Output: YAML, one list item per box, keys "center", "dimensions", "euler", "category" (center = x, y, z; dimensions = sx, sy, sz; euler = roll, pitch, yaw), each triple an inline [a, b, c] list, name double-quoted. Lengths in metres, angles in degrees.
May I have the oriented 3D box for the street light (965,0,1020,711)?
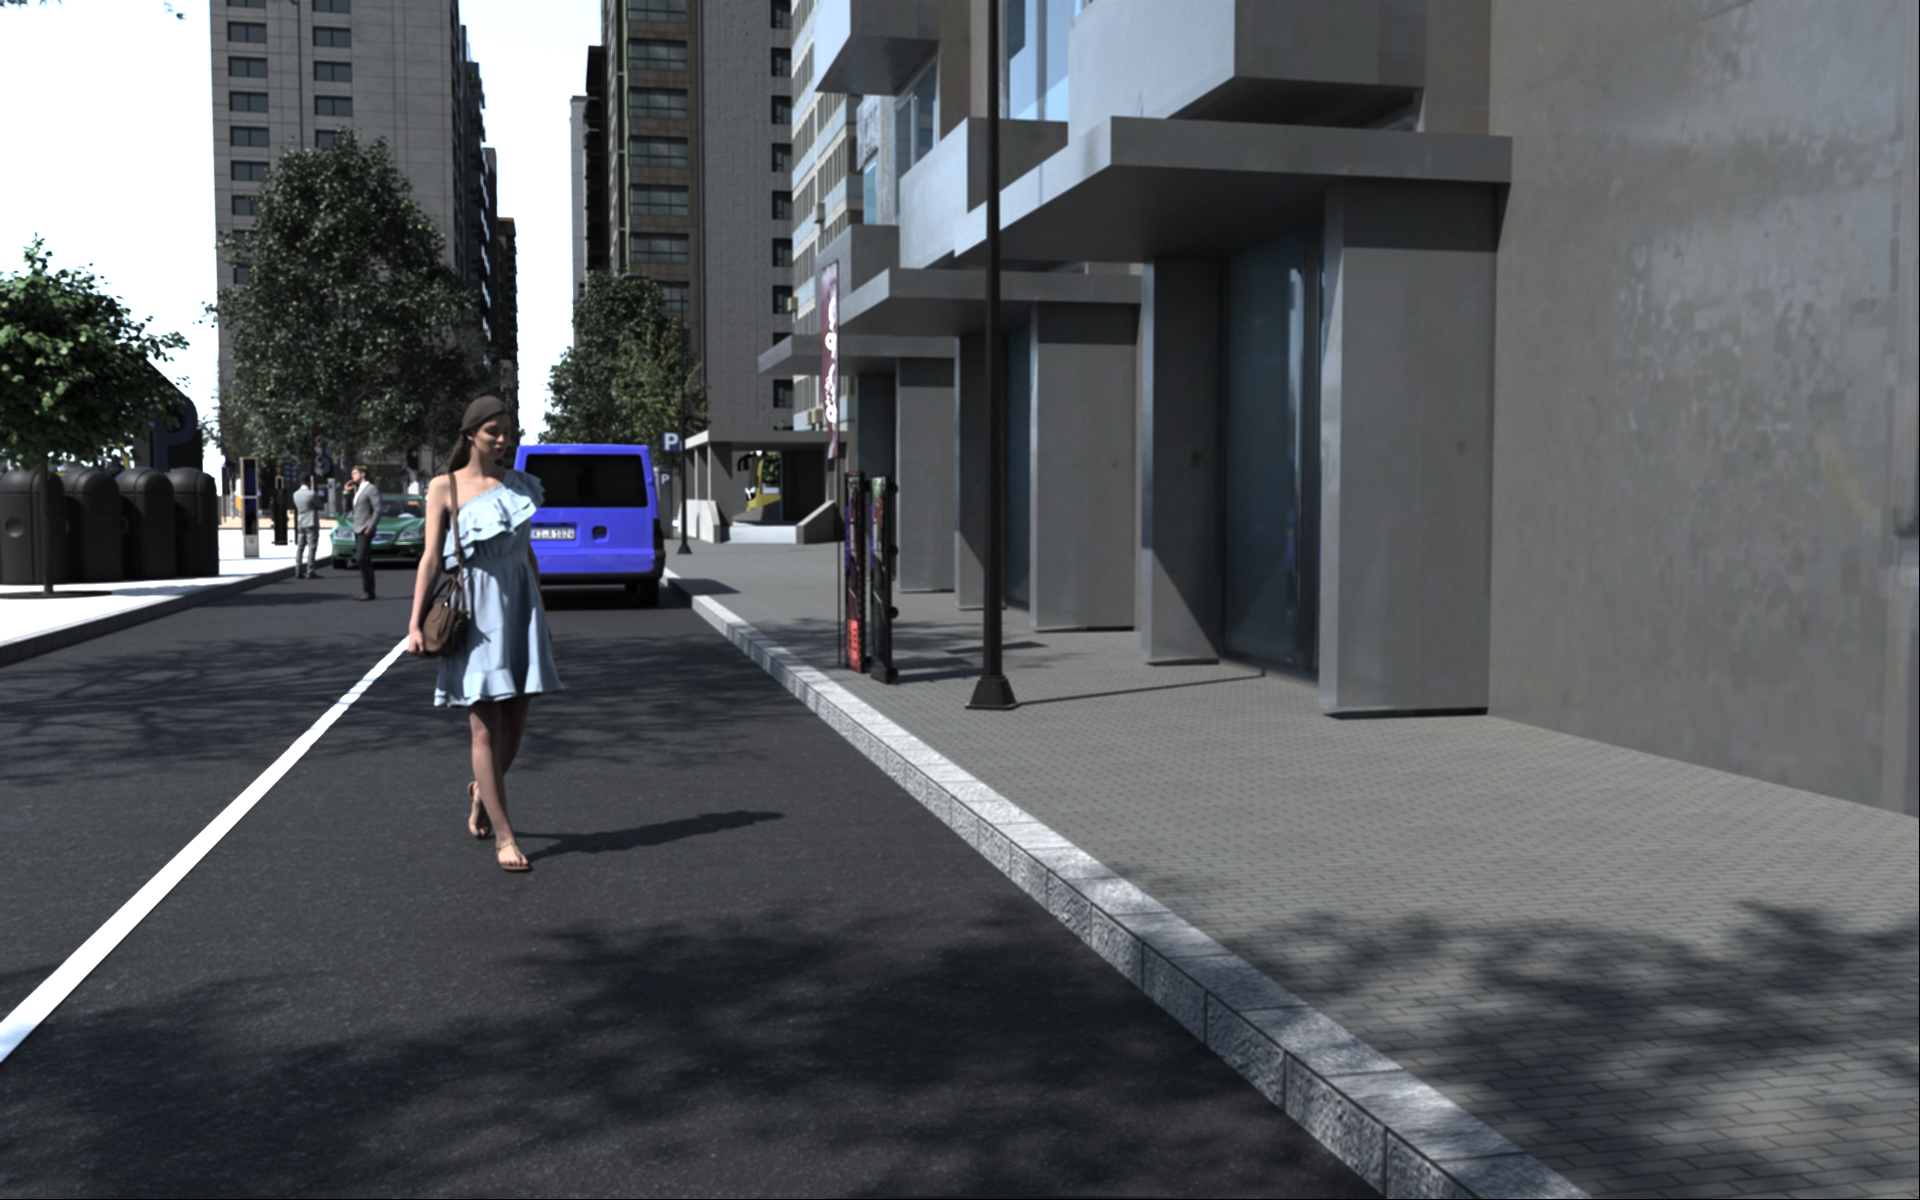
- center: [-0.333, -2.299, 10.122]
  dimensions: [1.470, 5.913, 1.316]
  euler: [-1, 4, -13]
  category: "street light"

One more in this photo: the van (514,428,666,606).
- center: [-5.186, -1.177, 23.631]
  dimensions: [2.240, 2.365, 5.245]
  euler: [-1, 4, -14]
  category: "van"

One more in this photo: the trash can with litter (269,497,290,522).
- center: [-31.590, -4.228, 80.521]
  dimensions: [1.055, 1.170, 0.624]
  euler: [2, 4, 28]
  category: "trash can with litter"

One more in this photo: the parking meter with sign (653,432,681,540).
- center: [-8.484, -3.250, 49.398]
  dimensions: [0.543, 3.016, 1.738]
  euler: [-2, 4, -27]
  category: "parking meter with sign"

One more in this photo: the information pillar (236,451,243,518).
- center: [-39.145, -6.292, 94.231]
  dimensions: [0.504, 3.616, 0.183]
  euler: [1, 4, 9]
  category: "information pillar"

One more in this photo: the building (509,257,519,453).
- center: [-79.995, -36.769, 284.763]
  dimensions: [14.154, 41.232, 14.086]
  euler: [-1, 4, -13]
  category: "building"

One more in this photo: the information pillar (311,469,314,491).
- center: [-29.679, -5.385, 79.392]
  dimensions: [0.183, 3.616, 0.504]
  euler: [-1, 4, -16]
  category: "information pillar"

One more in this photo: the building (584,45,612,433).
- center: [-25.508, -31.582, 170.995]
  dimensions: [22.147, 44.769, 28.867]
  euler: [-1, 4, -13]
  category: "building"

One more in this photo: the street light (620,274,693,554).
- center: [-6.426, -3.928, 36.758]
  dimensions: [1.470, 5.913, 1.316]
  euler: [-1, 4, -13]
  category: "street light"

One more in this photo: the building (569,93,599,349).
- center: [-47.083, -43.805, 258.204]
  dimensions: [21.231, 58.520, 28.212]
  euler: [-1, 4, -13]
  category: "building"

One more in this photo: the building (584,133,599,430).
- center: [-38.592, -34.352, 211.758]
  dimensions: [14.600, 45.320, 14.200]
  euler: [-1, 4, -13]
  category: "building"

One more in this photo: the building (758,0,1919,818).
- center: [10.497, -24.407, 18.669]
  dimensions: [23.786, 49.044, 30.456]
  euler: [-1, 4, -13]
  category: "building"

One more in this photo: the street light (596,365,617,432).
- center: [-12.452, -5.521, 62.807]
  dimensions: [1.470, 5.913, 1.316]
  euler: [-1, 4, -13]
  category: "street light"

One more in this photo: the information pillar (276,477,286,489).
- center: [-29.605, -4.346, 75.554]
  dimensions: [0.304, 2.012, 0.304]
  euler: [0, 4, 1]
  category: "information pillar"

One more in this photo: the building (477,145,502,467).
- center: [-59.788, -31.394, 196.886]
  dimensions: [14.154, 41.232, 14.086]
  euler: [-1, 4, -13]
  category: "building"

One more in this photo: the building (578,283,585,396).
- center: [-45.101, -28.510, 237.838]
  dimensions: [14.160, 30.474, 14.107]
  euler: [-1, 4, -13]
  category: "building"

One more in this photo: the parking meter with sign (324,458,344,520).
- center: [-30.705, -5.437, 85.157]
  dimensions: [1.738, 3.016, 0.543]
  euler: [3, 5, 42]
  category: "parking meter with sign"

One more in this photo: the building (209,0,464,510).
- center: [-51.309, -43.434, 148.393]
  dimensions: [20.563, 71.187, 20.611]
  euler: [-1, 4, -13]
  category: "building"

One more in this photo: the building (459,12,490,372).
- center: [-59.019, -33.883, 173.600]
  dimensions: [23.786, 49.044, 30.456]
  euler: [-1, 4, -13]
  category: "building"

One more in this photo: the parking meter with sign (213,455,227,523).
- center: [-33.553, -4.941, 77.053]
  dimensions: [0.543, 3.016, 1.738]
  euler: [3, 5, 43]
  category: "parking meter with sign"

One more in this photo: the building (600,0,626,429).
- center: [-31.786, -46.267, 194.710]
  dimensions: [20.563, 71.187, 20.611]
  euler: [-1, 4, -13]
  category: "building"

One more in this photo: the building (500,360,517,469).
- center: [-74.621, -23.822, 234.520]
  dimensions: [27.650, 21.520, 28.899]
  euler: [-1, 4, -13]
  category: "building"

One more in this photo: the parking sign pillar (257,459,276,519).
- center: [-36.595, -6.282, 91.189]
  dimensions: [1.447, 3.967, 1.447]
  euler: [1, 4, 12]
  category: "parking sign pillar"

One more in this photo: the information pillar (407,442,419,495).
- center: [-24.328, -5.245, 77.106]
  dimensions: [0.504, 3.616, 0.183]
  euler: [0, 4, -6]
  category: "information pillar"

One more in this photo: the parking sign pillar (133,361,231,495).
- center: [-15.018, -2.716, 32.880]
  dimensions: [1.447, 3.967, 1.447]
  euler: [1, 4, 21]
  category: "parking sign pillar"

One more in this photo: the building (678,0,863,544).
- center: [7.691, -22.171, 54.380]
  dimensions: [32.217, 40.220, 23.993]
  euler: [-1, 4, -13]
  category: "building"

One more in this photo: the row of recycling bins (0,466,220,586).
- center: [-12.551, -1.140, 25.754]
  dimensions: [1.069, 1.692, 3.534]
  euler: [2, 4, 25]
  category: "row of recycling bins"

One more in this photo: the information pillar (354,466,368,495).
- center: [-15.912, -2.544, 46.086]
  dimensions: [0.304, 2.012, 0.304]
  euler: [-1, 4, -9]
  category: "information pillar"

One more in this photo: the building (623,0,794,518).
- center: [-12.162, -20.059, 99.662]
  dimensions: [14.160, 30.474, 14.107]
  euler: [-1, 4, -13]
  category: "building"

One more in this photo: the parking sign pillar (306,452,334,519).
- center: [-32.511, -6.088, 88.009]
  dimensions: [1.447, 3.967, 1.447]
  euler: [-2, 4, -25]
  category: "parking sign pillar"

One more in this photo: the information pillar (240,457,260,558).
- center: [-14.288, -1.856, 34.845]
  dimensions: [0.304, 2.012, 0.304]
  euler: [-2, 4, -28]
  category: "information pillar"

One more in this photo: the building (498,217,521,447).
- center: [-78.425, -37.210, 263.013]
  dimensions: [22.147, 44.769, 28.867]
  euler: [-1, 4, -13]
  category: "building"
